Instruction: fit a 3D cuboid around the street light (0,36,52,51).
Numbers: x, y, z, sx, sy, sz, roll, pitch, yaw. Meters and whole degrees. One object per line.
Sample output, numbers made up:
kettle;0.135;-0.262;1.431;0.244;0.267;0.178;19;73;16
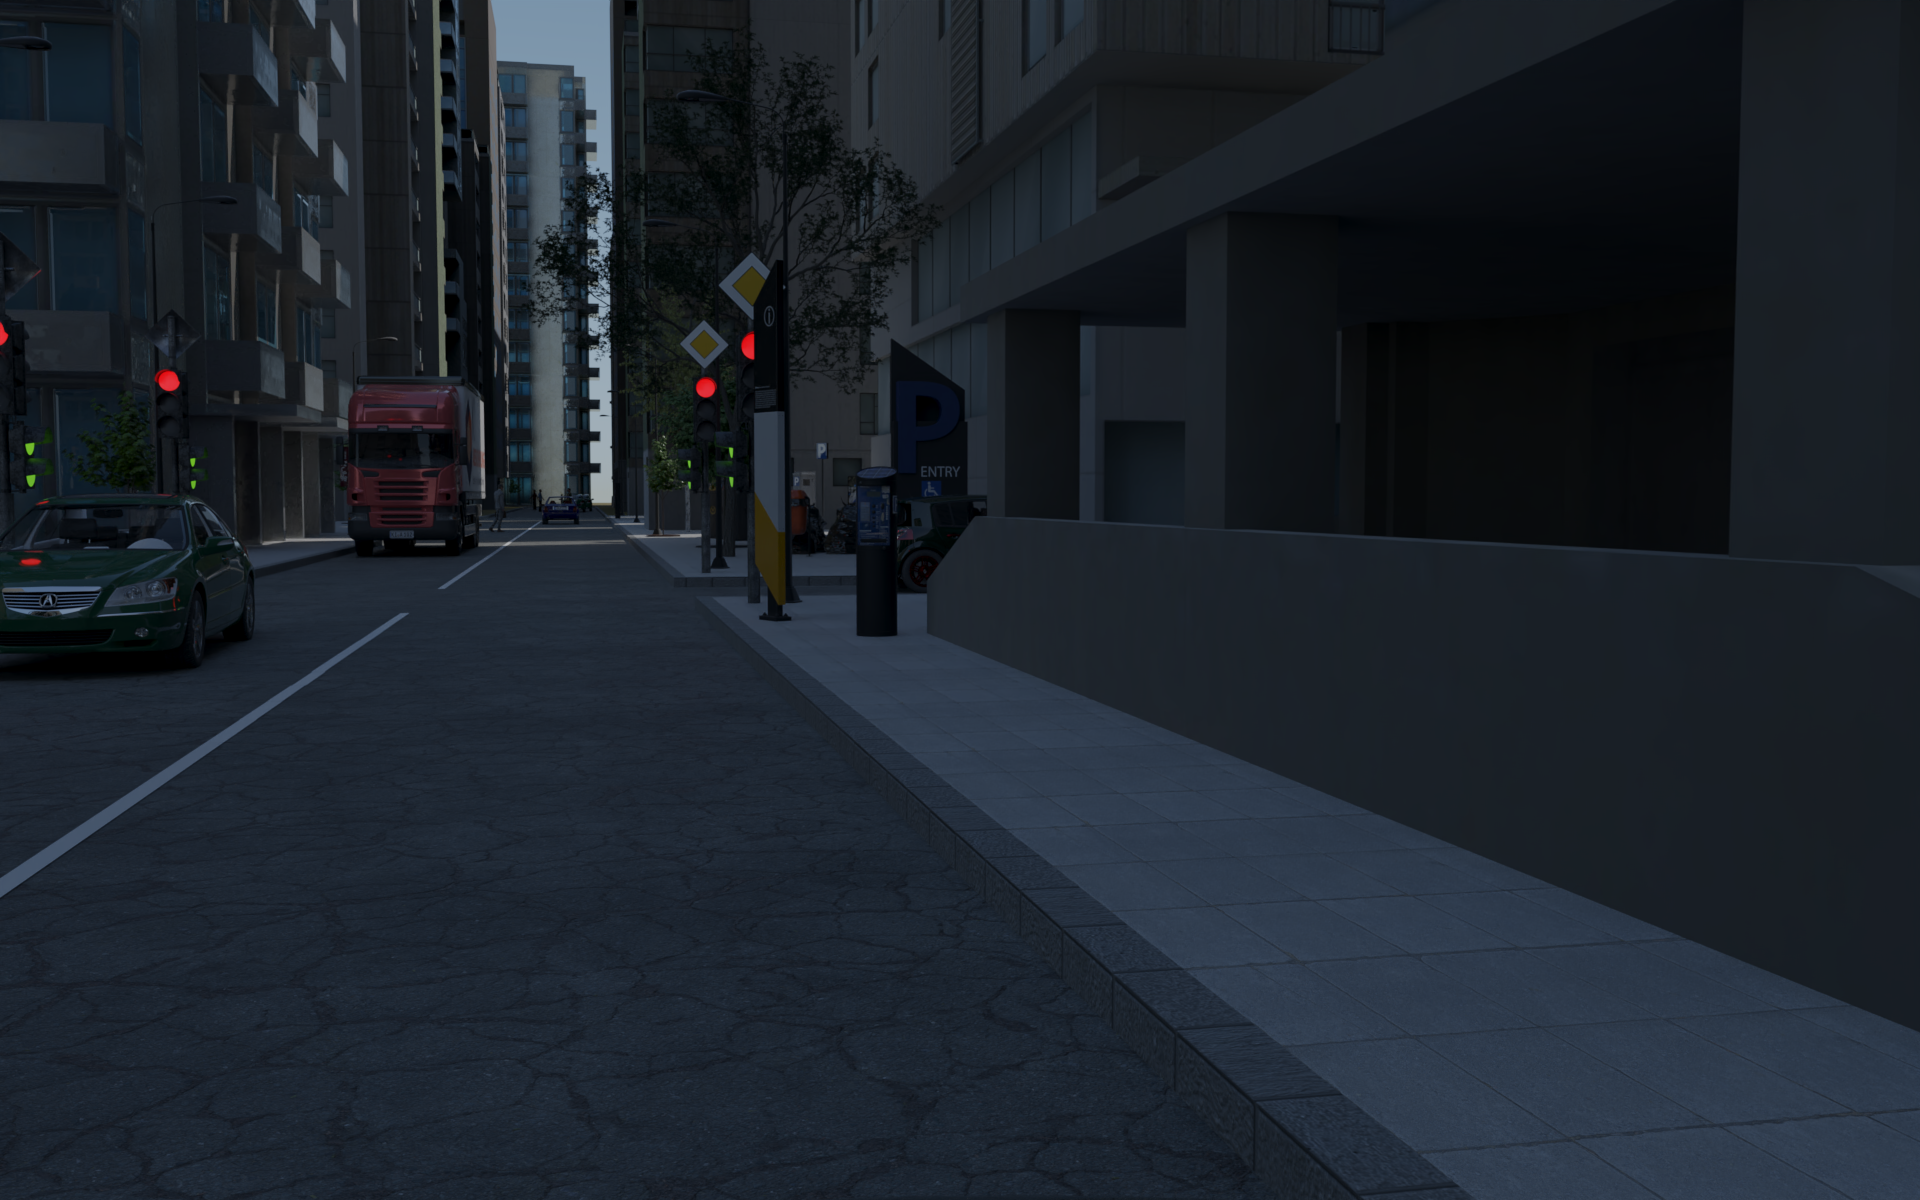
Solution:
street light;-9.923;-2.759;17.645;1.470;5.913;1.316;-1;4;-12

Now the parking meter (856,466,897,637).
parking meter;-0.754;-0.445;15.684;0.372;1.533;0.369;0;3;0

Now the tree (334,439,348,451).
tree;-22.664;-5.110;67.264;4.285;4.588;4.351;0;3;0

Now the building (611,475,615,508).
building;-17.319;-29.059;166.996;32.217;40.220;23.993;-1;4;-12

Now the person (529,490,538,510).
person;-37.727;-8.868;153.454;1.348;1.831;0.705;3;5;44

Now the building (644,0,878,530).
building;-5.608;-18.155;68.531;14.160;30.474;14.107;-1;4;-12

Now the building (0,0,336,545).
building;-28.185;-25.888;42.881;23.786;49.044;30.456;-1;4;-12

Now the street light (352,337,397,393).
street light;-17.351;-4.818;51.322;1.470;5.913;1.316;-1;4;-12

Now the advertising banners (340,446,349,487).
advertising banners;-22.136;-4.150;64.040;0.090;3.025;2.074;2;4;34

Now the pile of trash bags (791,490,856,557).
pile of trash bags;-3.015;-1.667;37.004;1.912;1.369;3.447;1;4;13

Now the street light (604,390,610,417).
street light;-15.058;-6.424;77.567;1.470;5.913;1.316;-1;4;-12

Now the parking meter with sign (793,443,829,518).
parking meter with sign;-5.283;-3.808;58.520;1.738;3.016;0.543;-3;5;-43

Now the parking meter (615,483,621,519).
parking meter;-17.960;-5.206;90.830;0.255;1.863;0.399;-1;4;-17

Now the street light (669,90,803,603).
street light;-2.570;-2.916;20.211;1.470;5.913;1.316;-1;4;-12

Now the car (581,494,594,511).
car;-31.503;-8.086;143.996;2.131;1.459;4.920;-1;4;-12

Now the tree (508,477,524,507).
tree;-45.306;-11.058;175.398;1.663;3.219;1.824;0;3;0

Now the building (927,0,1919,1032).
building;16.913;-19.543;11.405;32.217;40.220;23.993;-1;4;-12

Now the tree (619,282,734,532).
tree;-9.205;-6.577;57.897;4.737;8.622;4.395;0;3;0

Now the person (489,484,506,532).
person;-17.385;-3.475;65.433;0.709;1.813;0.853;3;4;39

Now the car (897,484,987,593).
car;0.662;-0.993;26.019;4.222;1.686;2.009;-1;4;-12

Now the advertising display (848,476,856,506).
advertising display;-3.704;-3.425;61.212;0.123;1.923;0.974;-2;4;-30

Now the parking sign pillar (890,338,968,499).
parking sign pillar;-0.536;-2.546;30.093;1.447;3.967;1.447;-1;4;-10

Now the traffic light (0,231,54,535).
traffic light;-10.215;-1.812;18.540;0.839;4.253;0.868;-1;4;-12

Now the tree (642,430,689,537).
tree;-8.975;-3.519;52.130;1.663;3.219;1.824;0;3;0

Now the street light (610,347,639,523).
street light;-9.970;-4.966;53.733;1.470;5.913;1.316;-1;4;-12

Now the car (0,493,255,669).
car;-7.525;-0.226;15.496;2.131;1.459;4.920;-1;4;-14

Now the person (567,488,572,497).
person;-24.269;-6.045;107.436;0.705;1.812;1.348;-1;4;-20

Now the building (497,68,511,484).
building;-50.295;-29.427;164.727;14.086;41.232;14.154;-1;4;-12

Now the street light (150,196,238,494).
street light;-11.954;-3.333;27.038;1.470;5.913;1.316;-1;4;-12

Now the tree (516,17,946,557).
tree;-4.705;-6.139;34.783;8.767;10.594;7.601;-1;4;-9

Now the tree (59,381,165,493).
tree;-14.044;-2.128;29.396;1.663;3.219;1.824;0;3;0

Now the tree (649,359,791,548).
tree;-5.743;-3.547;41.703;4.285;4.588;4.351;0;3;0

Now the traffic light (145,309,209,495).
traffic light;-11.922;-2.289;26.341;0.839;4.253;0.868;-1;4;-12

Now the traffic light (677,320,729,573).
traffic light;-4.148;-2.393;28.052;0.839;4.253;0.868;-1;4;-12

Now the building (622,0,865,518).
building;-14.386;-20.743;110.849;14.160;30.474;14.107;-1;4;-12

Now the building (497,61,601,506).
building;-55.354;-34.922;190.587;30.456;49.044;23.786;-1;4;-12

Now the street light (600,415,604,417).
street light;-20.364;-7.884;101.437;1.470;5.913;1.316;-1;4;-12

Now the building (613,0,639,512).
building;-15.372;-42.190;128.062;20.563;71.187;20.611;-1;4;-12

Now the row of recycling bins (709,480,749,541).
row of recycling bins;-6.392;-2.556;48.901;1.069;1.692;3.534;-1;4;-18

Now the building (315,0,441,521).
building;-33.326;-24.572;85.354;14.154;41.232;14.086;-1;4;-12

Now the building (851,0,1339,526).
building;12.064;-27.783;43.493;27.495;52.752;28.713;-1;4;-12

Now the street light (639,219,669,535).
street light;-4.679;-3.488;29.568;1.470;5.913;1.316;-1;4;-12

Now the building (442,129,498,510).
building;-44.074;-22.268;135.779;14.160;30.474;14.107;-1;4;-12

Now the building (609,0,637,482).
building;-22.132;-30.327;145.959;14.600;45.320;14.200;-1;4;-12

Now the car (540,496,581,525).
car;-19.090;-4.295;82.810;1.945;1.354;3.894;-1;4;-13

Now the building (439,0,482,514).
building;-42.519;-48.805;110.641;22.319;86.520;31.000;-1;4;-12

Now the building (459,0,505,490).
building;-47.151;-30.536;149.375;14.600;45.320;14.200;-1;4;-12

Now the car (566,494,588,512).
car;-30.352;-7.608;136.185;2.131;1.459;4.920;-1;4;-12

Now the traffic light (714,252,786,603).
traffic light;-2.441;-1.916;20.251;0.839;4.253;0.868;-1;4;-12

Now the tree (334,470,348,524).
tree;-26.238;-4.905;74.806;1.663;3.219;1.824;0;3;0

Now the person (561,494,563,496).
person;-35.391;-8.692;153.871;0.557;1.426;1.065;-1;4;-14

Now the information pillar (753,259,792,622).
information pillar;-1.926;-1.603;17.558;0.183;3.616;0.504;-3;4;-36

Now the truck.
truck;-13.499;-3.333;43.412;2.839;4.237;11.283;-1;4;-12

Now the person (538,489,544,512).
person;-33.688;-7.992;139.153;0.705;1.826;1.348;0;4;3

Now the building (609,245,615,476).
building;-31.642;-25.716;192.161;14.107;30.474;14.160;-1;4;-12
